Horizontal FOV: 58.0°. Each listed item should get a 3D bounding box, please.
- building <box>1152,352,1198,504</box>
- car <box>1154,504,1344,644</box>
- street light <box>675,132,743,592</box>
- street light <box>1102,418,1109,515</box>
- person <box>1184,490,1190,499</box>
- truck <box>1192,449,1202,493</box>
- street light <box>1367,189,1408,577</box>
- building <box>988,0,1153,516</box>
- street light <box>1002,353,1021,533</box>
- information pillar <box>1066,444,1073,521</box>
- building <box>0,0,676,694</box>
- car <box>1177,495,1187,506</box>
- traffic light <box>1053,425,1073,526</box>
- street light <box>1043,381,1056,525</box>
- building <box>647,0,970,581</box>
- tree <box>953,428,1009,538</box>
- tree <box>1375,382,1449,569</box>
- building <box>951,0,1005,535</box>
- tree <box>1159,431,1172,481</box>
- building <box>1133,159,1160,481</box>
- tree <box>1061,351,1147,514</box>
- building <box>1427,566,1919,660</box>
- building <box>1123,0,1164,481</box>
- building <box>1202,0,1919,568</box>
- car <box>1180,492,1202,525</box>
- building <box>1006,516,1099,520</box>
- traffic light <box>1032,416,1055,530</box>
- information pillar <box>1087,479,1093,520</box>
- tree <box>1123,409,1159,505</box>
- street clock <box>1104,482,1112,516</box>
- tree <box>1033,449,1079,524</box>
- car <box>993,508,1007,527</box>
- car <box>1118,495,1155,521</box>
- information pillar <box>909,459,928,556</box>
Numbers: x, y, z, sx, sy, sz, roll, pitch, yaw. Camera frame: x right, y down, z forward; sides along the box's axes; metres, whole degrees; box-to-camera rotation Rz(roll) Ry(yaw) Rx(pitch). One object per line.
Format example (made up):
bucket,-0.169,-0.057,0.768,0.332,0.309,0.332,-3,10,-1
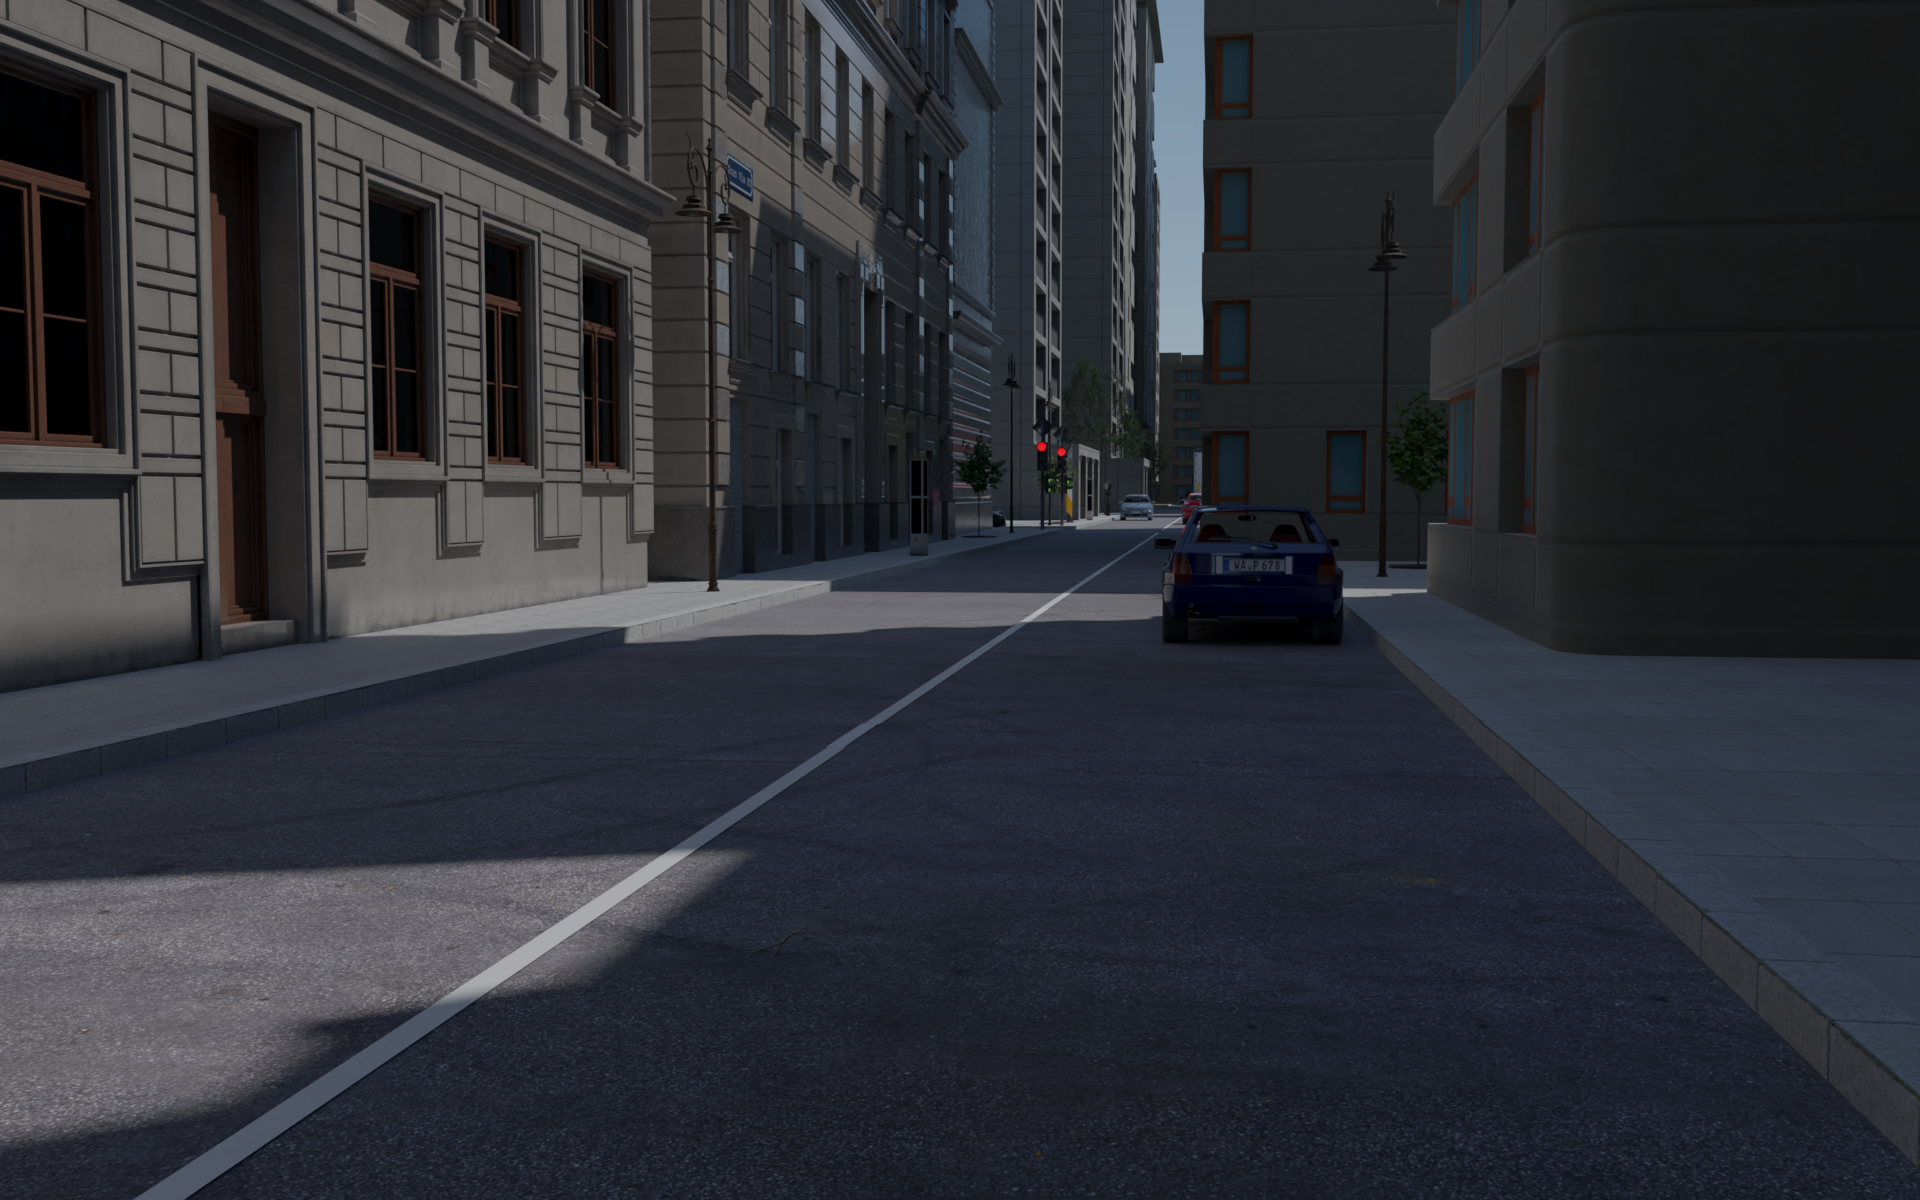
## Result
building,19.759,-24.339,242.977,28.899,21.520,27.650,1,4,8
car,2.976,-0.328,17.945,1.945,1.354,3.894,0,4,8
street light,-3.251,-3.049,22.641,0.468,5.910,1.993,1,4,8
street light,8.808,-8.079,104.883,0.468,5.910,1.993,1,4,8
person,26.817,-11.929,203.166,0.705,1.869,1.348,-3,5,-43
truck,16.455,-7.553,112.405,2.839,4.237,11.283,0,4,8
street light,6.538,-3.293,26.634,0.468,5.910,1.993,1,4,8
building,3.832,-42.100,126.586,20.563,71.187,20.611,1,4,8
street light,1.698,-5.144,56.892,0.468,5.910,1.993,1,4,8
information pillar,5.093,-5.471,80.797,0.183,3.616,0.504,2,4,32
building,-10.613,-10.890,14.209,11.583,22.565,21.152,1,4,8
car,27.986,-12.426,215.738,1.945,1.354,3.894,0,4,7
traffic light,4.164,-4.982,70.383,0.839,4.253,0.868,1,4,8
street light,3.669,-5.989,70.703,0.468,5.910,1.993,1,4,8
building,-7.480,-14.687,37.389,12.463,27.353,25.104,1,4,8
tree,0.683,-3.454,51.070,1.663,3.219,1.824,0,3,0
tree,8.083,-2.160,29.924,1.663,3.219,1.824,0,3,0
building,-8.658,-14.057,58.717,19.941,23.489,11.050,1,4,8
tree,22.729,-15.438,202.770,4.737,8.622,4.395,0,3,0
building,17.573,-32.434,213.887,14.086,41.232,14.154,1,4,8
tree,8.751,-10.929,113.102,7.601,10.594,8.767,1,4,12
building,17.670,-9.827,5.708,27.650,21.520,28.899,1,4,8
building,7.029,-36.549,186.813,28.713,52.752,27.495,1,4,8
building,20.420,-12.237,45.110,27.650,21.520,28.899,1,4,8
car,11.558,-4.509,82.768,2.155,1.783,4.494,1,4,9
building,-2.798,-40.102,93.919,20.563,71.187,20.611,1,4,8
traffic light,2.995,-4.499,62.483,0.839,4.253,0.868,1,4,8
information pillar,6.329,-4.888,84.409,0.304,2.012,0.304,0,4,8
tree,13.743,-11.733,142.198,4.737,8.622,4.395,0,3,0
street clock,8.637,-5.901,101.059,0.358,2.002,0.471,-2,4,-25
tree,3.994,-4.842,73.776,1.663,3.219,1.824,0,3,0
car,-0.281,-3.541,67.680,4.222,1.686,2.009,1,4,8
car,9.708,-5.082,95.085,2.014,1.417,4.499,0,4,7
information pillar,-0.853,-1.929,36.026,0.304,2.012,0.304,1,4,21
